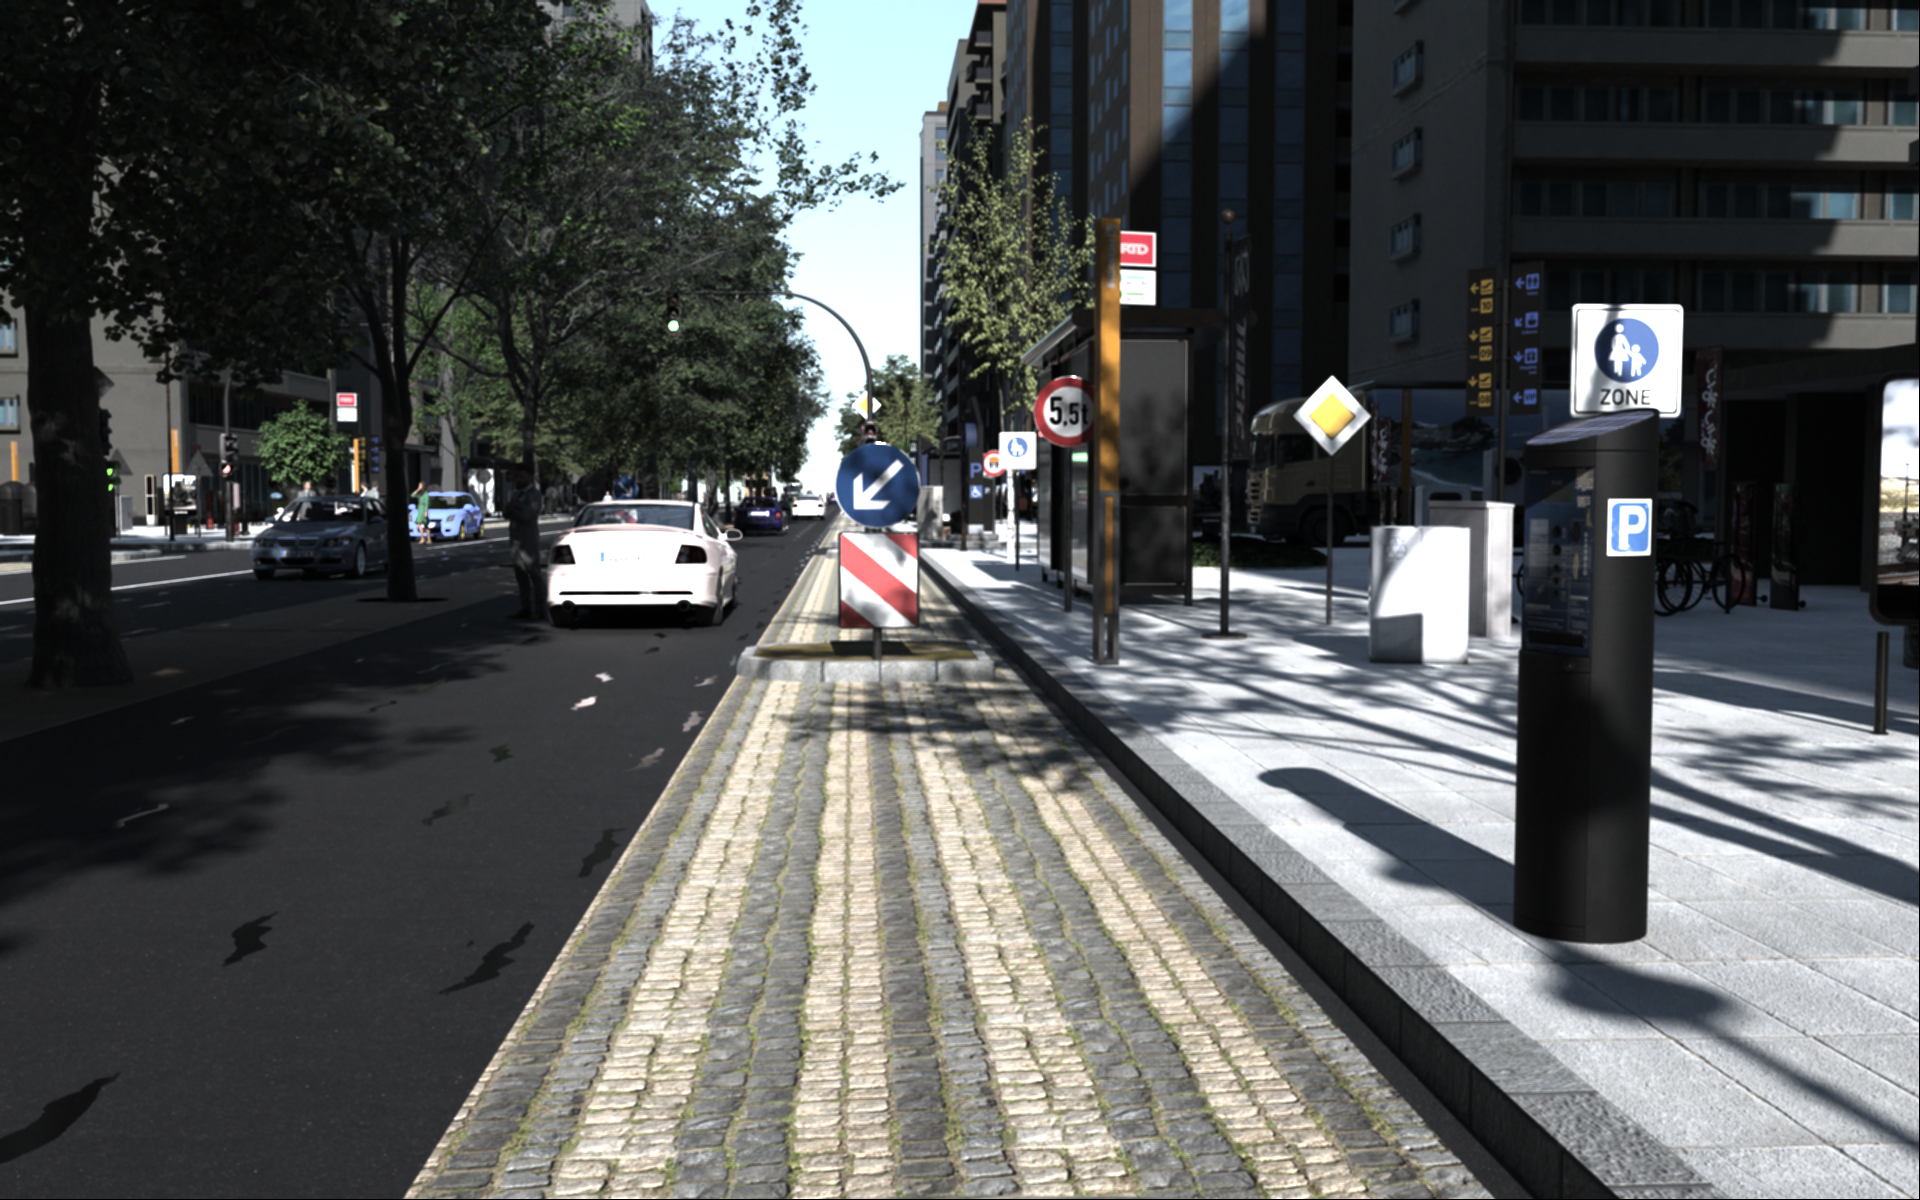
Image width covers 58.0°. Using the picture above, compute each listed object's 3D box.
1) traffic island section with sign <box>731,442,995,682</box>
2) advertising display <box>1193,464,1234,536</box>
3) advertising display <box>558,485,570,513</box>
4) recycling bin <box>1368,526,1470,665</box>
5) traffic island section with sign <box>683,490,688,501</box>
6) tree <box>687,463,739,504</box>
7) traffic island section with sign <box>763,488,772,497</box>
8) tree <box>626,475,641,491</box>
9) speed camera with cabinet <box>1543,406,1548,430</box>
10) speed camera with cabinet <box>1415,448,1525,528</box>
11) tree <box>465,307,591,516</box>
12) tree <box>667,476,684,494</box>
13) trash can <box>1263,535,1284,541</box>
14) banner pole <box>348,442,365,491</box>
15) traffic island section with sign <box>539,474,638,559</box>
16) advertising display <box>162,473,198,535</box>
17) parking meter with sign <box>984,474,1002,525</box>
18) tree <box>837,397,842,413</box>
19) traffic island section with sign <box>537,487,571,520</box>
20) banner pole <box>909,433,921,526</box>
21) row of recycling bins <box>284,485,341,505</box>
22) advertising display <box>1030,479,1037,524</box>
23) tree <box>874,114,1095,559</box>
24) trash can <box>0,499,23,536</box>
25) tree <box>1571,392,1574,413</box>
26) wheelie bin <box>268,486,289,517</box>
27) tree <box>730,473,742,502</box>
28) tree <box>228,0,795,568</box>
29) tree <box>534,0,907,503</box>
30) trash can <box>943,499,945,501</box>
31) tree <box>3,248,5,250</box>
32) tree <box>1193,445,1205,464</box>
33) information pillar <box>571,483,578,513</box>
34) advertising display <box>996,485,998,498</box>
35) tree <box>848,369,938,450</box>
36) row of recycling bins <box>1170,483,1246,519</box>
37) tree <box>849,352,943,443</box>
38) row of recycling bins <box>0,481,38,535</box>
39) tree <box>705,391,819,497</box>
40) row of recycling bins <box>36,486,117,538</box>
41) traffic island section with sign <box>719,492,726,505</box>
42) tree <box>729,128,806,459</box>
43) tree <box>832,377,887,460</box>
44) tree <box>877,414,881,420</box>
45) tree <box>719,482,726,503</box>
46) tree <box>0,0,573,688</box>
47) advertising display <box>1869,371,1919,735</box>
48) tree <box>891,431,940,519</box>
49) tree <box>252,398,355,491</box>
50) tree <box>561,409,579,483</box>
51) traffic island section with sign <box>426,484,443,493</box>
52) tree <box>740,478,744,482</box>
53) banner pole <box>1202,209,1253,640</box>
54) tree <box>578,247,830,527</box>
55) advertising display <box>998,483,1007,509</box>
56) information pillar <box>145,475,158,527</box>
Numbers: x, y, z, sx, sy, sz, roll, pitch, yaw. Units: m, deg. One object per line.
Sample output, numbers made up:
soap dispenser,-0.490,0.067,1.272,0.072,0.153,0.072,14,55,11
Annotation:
traffic island section with sign,-0.783,-0.332,14.049,1.989,1.847,2.006,0,4,-4
advertising display,5.377,-1.958,37.224,0.974,1.923,0.123,0,4,-2
advertising display,-27.338,-6.988,119.459,0.123,1.923,0.974,2,4,35
recycling bin,3.542,-0.052,13.409,0.722,1.027,0.722,1,4,12
traffic island section with sign,-27.321,-10.048,172.910,1.989,1.847,2.006,0,4,-4
tree,-34.449,-19.365,234.750,7.486,12.596,7.792,0,3,0
traffic island section with sign,-13.527,-6.930,121.440,2.006,1.907,1.989,0,4,-4
tree,-28.909,-9.704,153.257,1.663,3.219,1.824,0,3,0
speed camera with cabinet,13.880,-2.749,39.286,2.038,3.252,0.660,0,4,0
speed camera with cabinet,10.178,-2.462,34.583,2.038,3.252,0.660,0,4,-1
tree,-25.453,-11.260,102.235,7.486,12.596,7.792,0,3,0
tree,-30.314,-11.559,183.598,1.663,3.219,1.824,0,3,0
trash can,8.639,-2.201,47.639,0.748,1.137,0.748,0,3,0
banner pole,-25.558,-5.111,73.581,0.863,3.779,0.401,0,4,-3
traffic island section with sign,-8.426,-1.891,39.052,2.006,1.907,1.989,0,4,-4
advertising display,-24.236,-2.973,53.830,0.974,1.923,0.123,-2,4,-24
parking meter with sign,1.020,-4.655,72.371,1.738,3.016,0.543,-2,4,-29
tree,-11.532,-10.567,85.593,12.009,13.543,11.850,0,3,0
traffic island section with sign,-22.523,-5.308,95.410,1.989,1.847,2.006,0,4,-4
banner pole,-1.798,-4.934,70.692,0.401,3.779,0.863,-3,5,-43
row of recycling bins,-28.324,-4.213,76.000,1.069,1.692,3.534,1,4,14
advertising display,3.410,-4.165,73.313,0.974,1.923,0.123,-2,4,-28
tree,1.162,-5.110,33.916,4.737,8.622,4.395,0,3,0
trash can,-29.128,-2.538,53.156,0.748,1.137,0.748,0,3,0
tree,3.596,-4.623,1.340,9.928,11.665,9.643,0,3,0
wheelie bin,-26.154,-3.581,66.451,0.693,1.594,0.980,-3,4,-36
tree,-35.919,-19.820,274.426,4.737,8.622,4.395,0,3,0
tree,-8.468,-7.393,33.699,12.009,13.543,11.850,0,3,0
tree,-8.666,-12.522,63.085,12.611,20.169,13.585,0,3,0
trash can,-0.827,-2.612,54.366,0.748,1.137,0.748,0,3,0
tree,-20.171,-6.763,28.710,7.486,12.596,7.792,0,3,0
tree,9.162,-4.500,68.183,1.663,3.219,1.824,0,3,0
information pillar,-26.441,-6.994,118.848,0.304,2.012,0.304,1,4,17
advertising display,2.746,-7.019,119.970,0.123,1.923,0.974,-2,4,-25
tree,-5.000,-11.892,128.850,7.601,10.594,8.767,0,4,8
row of recycling bins,9.354,-3.570,65.477,3.534,1.692,1.069,-2,4,-35
tree,-4.797,-13.505,138.927,7.486,12.596,7.792,0,3,0
row of recycling bins,-29.533,-2.919,54.841,3.534,1.692,1.069,1,4,12
tree,-12.884,-10.508,108.670,8.767,10.594,7.601,0,4,-4
row of recycling bins,-25.909,-2.689,51.085,3.534,1.692,1.069,3,5,42
traffic island section with sign,-30.750,-13.436,228.301,1.989,1.847,2.006,0,4,-4
tree,-9.031,-8.644,50.441,9.857,13.997,8.962,0,3,0
tree,-8.935,-16.993,184.484,9.857,13.997,8.962,0,3,0
tree,-6.032,-12.273,151.027,4.360,8.622,3.978,0,3,0
tree,-34.788,-15.863,253.955,1.663,3.219,1.824,0,3,0
tree,-6.586,-6.323,12.497,9.857,13.997,8.962,0,3,0
advertising display,5.267,-0.230,8.969,0.974,1.923,0.123,2,4,34
tree,-2.320,-6.504,90.052,4.285,4.588,4.351,0,3,0
tree,-22.412,-4.597,58.871,4.285,4.588,4.351,0,3,0
tree,-27.110,-13.413,136.308,9.611,12.733,9.660,0,3,0
traffic island section with sign,-20.861,-3.662,68.506,1.989,1.847,2.006,0,4,-4
tree,-35.566,-21.236,265.341,7.486,12.596,7.792,0,3,0
banner pole,2.396,-1.535,15.115,0.401,3.779,0.863,-1,4,-9
tree,-10.645,-9.476,74.403,9.611,12.733,9.660,0,3,0
advertising display,2.663,-5.797,99.991,0.123,1.923,0.974,3,4,38
information pillar,-31.773,-3.889,68.085,0.304,2.012,0.304,0,4,1
